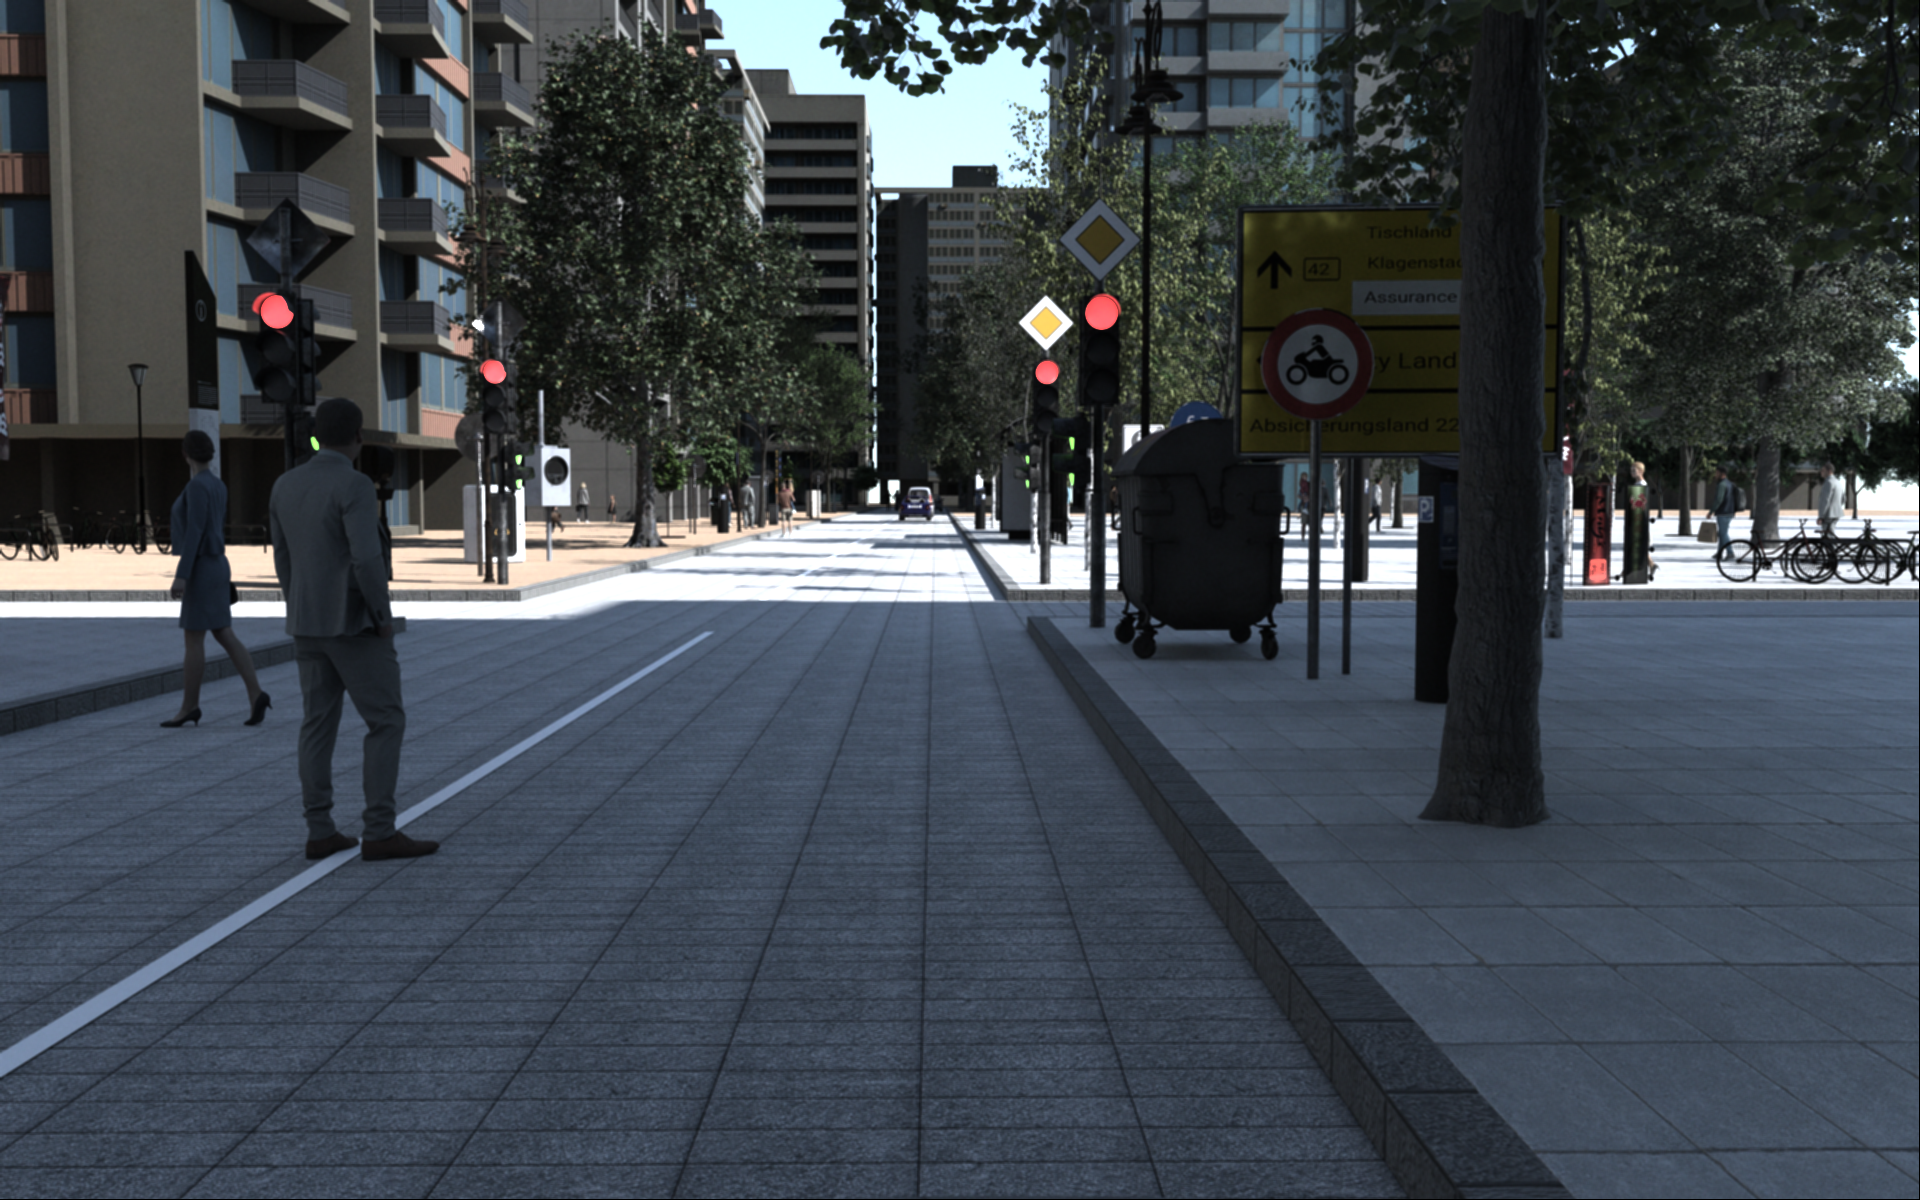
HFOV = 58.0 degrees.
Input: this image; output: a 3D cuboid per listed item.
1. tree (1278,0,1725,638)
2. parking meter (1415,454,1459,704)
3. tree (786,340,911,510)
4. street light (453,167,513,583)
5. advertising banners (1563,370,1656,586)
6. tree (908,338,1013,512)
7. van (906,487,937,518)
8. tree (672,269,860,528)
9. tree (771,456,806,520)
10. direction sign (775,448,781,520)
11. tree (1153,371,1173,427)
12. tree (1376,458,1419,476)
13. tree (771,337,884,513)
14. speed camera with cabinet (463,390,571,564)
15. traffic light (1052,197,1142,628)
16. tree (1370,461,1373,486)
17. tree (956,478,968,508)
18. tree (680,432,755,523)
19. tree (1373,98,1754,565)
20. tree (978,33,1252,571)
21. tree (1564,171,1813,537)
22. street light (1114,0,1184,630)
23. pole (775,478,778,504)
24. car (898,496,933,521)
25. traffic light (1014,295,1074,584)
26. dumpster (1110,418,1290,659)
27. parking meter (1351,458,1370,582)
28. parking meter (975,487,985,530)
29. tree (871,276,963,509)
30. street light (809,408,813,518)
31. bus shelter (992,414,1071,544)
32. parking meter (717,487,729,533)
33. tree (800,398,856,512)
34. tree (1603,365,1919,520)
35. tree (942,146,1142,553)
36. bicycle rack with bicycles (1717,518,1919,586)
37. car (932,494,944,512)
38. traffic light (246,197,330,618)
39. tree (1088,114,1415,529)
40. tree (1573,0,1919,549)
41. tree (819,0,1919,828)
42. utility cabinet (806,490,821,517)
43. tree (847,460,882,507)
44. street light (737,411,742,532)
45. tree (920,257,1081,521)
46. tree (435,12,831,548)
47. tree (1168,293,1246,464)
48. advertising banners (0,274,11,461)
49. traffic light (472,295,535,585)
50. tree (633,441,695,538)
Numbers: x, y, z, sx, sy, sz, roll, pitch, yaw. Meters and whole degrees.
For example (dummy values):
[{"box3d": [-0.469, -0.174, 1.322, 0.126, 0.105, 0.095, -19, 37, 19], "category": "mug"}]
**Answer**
[{"box3d": [5.081, -3.969, 15.248, 4.360, 8.622, 3.978, 0, 3, 0], "category": "tree"}, {"box3d": [3.021, -0.142, 10.728, 0.372, 1.533, 0.369, 0, 3, 0], "category": "parking meter"}, {"box3d": [-9.142, -13.887, 137.415, 12.009, 13.543, 11.850, 0, 3, 0], "category": "tree"}, {"box3d": [-6.834, -3.191, 24.964, 0.468, 5.910, 1.993, 0, 4, -1], "category": "street light"}, {"box3d": [8.944, -1.713, 24.189, 2.074, 3.025, 0.090, -2, 4, -26], "category": "advertising banners"}, {"box3d": [0.689, -13.286, 123.877, 9.857, 13.997, 8.962, 0, 3, 0], "category": "tree"}, {"box3d": [-2.447, -6.078, 106.382, 2.013, 2.044, 4.112, 0, 4, 0], "category": "van"}, {"box3d": [-7.268, -8.040, 65.864, 7.601, 10.594, 8.767, -2, 4, -29], "category": "tree"}, {"box3d": [-8.720, -5.666, 87.247, 1.663, 3.219, 1.824, 0, 3, 0], "category": "tree"}, {"box3d": [-8.894, -5.671, 84.719, 0.379, 3.537, 0.876, 1, 4, 12], "category": "direction sign"}, {"box3d": [10.268, -8.725, 93.013, 4.360, 8.622, 3.978, 0, 3, 0], "category": "tree"}, {"box3d": [25.421, -11.482, 94.379, 9.857, 13.997, 8.962, 0, 3, 0], "category": "tree"}, {"box3d": [-9.046, -11.663, 116.439, 9.928, 11.665, 9.643, 0, 3, 0], "category": "tree"}, {"box3d": [-8.273, -2.327, 32.388, 0.660, 3.252, 2.038, 3, 5, 40], "category": "speed camera with cabinet"}, {"box3d": [1.308, -1.692, 16.585, 0.839, 4.253, 0.868, 0, 4, -1], "category": "traffic light"}, {"box3d": [21.103, -8.172, 83.979, 4.737, 8.622, 4.395, 0, 3, 0], "category": "tree"}, {"box3d": [0.222, -10.358, 163.959, 1.663, 3.219, 1.824, 0, 3, 0], "category": "tree"}, {"box3d": [-10.818, -5.668, 76.381, 4.285, 4.588, 4.351, 0, 3, 0], "category": "tree"}, {"box3d": [10.774, -4.923, 30.854, 4.737, 8.622, 4.395, 0, 3, 0], "category": "tree"}, {"box3d": [2.393, -4.794, 28.741, 4.737, 8.622, 4.395, 0, 3, 0], "category": "tree"}, {"box3d": [22.019, -7.750, 52.467, 9.928, 11.665, 9.643, 0, 3, 0], "category": "tree"}, {"box3d": [1.743, -2.657, 16.227, 0.468, 5.910, 1.993, 0, 4, -1], "category": "street light"}, {"box3d": [-10.536, -6.473, 99.680, 0.158, 3.312, 0.155, 0, 3, 0], "category": "pole"}, {"box3d": [-2.415, -4.972, 93.866, 1.945, 1.354, 3.894, 0, 4, 0], "category": "car"}, {"box3d": [1.195, -2.180, 24.570, 0.839, 4.253, 0.868, 0, 4, -1], "category": "traffic light"}, {"box3d": [1.936, -0.512, 14.122, 1.264, 1.857, 1.865, 0, 4, -1], "category": "dumpster"}, {"box3d": [5.850, -1.208, 25.465, 0.255, 1.863, 0.399, 2, 4, 28], "category": "parking meter"}, {"box3d": [0.728, -3.302, 62.404, 0.372, 1.533, 0.369, 0, 3, 0], "category": "parking meter"}, {"box3d": [-1.308, -18.122, 152.176, 12.611, 20.169, 13.585, 0, 3, 0], "category": "tree"}, {"box3d": [-7.900, -7.278, 91.780, 0.468, 5.910, 1.993, 0, 4, -1], "category": "street light"}, {"box3d": [1.938, -3.212, 46.444, 2.014, 3.302, 5.546, 0, 4, -1], "category": "bus shelter"}, {"box3d": [-7.791, -2.967, 56.928, 0.372, 1.533, 0.369, 0, 3, 0], "category": "parking meter"}, {"box3d": [-9.321, -10.742, 126.000, 4.737, 8.622, 4.395, 0, 3, 0], "category": "tree"}, {"box3d": [42.894, -7.583, 86.894, 20.602, 7.101, 11.467, 2, 4, 25], "category": "tree"}, {"box3d": [1.634, -5.326, 37.436, 4.360, 8.622, 3.978, 0, 3, 0], "category": "tree"}, {"box3d": [12.920, -0.728, 25.289, 2.925, 0.926, 2.852, 3, 5, 40], "category": "bicycle rack with bicycles"}, {"box3d": [-2.292, -7.907, 141.284, 2.014, 1.417, 4.499, 0, 4, 0], "category": "car"}, {"box3d": [-6.352, -1.684, 16.461, 0.839, 4.253, 0.868, 0, 4, -1], "category": "traffic light"}, {"box3d": [7.237, -7.453, 47.611, 9.928, 11.665, 9.643, 0, 3, 0], "category": "tree"}, {"box3d": [18.903, -8.181, 40.418, 9.857, 13.997, 8.962, 0, 3, 0], "category": "tree"}, {"box3d": [2.034, -5.432, 6.941, 7.486, 12.596, 7.792, 0, 3, 0], "category": "tree"}, {"box3d": [-8.253, -5.427, 97.405, 0.318, 1.500, 1.173, 2, 4, 24], "category": "utility cabinet"}, {"box3d": [-9.240, -11.249, 167.640, 4.285, 4.588, 4.351, 0, 3, 0], "category": "tree"}, {"box3d": [-7.512, -5.257, 58.740, 0.468, 5.910, 1.993, 0, 4, -1], "category": "street light"}, {"box3d": [1.788, -10.209, 83.927, 9.611, 12.733, 9.660, 0, 3, 0], "category": "tree"}, {"box3d": [-7.749, -7.632, 41.791, 9.611, 12.733, 9.660, 0, 3, 0], "category": "tree"}, {"box3d": [12.816, -8.879, 79.586, 7.601, 10.594, 8.767, -2, 4, -26], "category": "tree"}, {"box3d": [-7.565, -1.026, 12.959, 0.090, 3.025, 2.074, 0, 4, -3], "category": "advertising banners"}, {"box3d": [-6.465, -2.173, 24.445, 0.839, 4.253, 0.868, 0, 4, -1], "category": "traffic light"}, {"box3d": [-8.467, -3.422, 50.559, 1.663, 3.219, 1.824, 0, 3, 0], "category": "tree"}]
